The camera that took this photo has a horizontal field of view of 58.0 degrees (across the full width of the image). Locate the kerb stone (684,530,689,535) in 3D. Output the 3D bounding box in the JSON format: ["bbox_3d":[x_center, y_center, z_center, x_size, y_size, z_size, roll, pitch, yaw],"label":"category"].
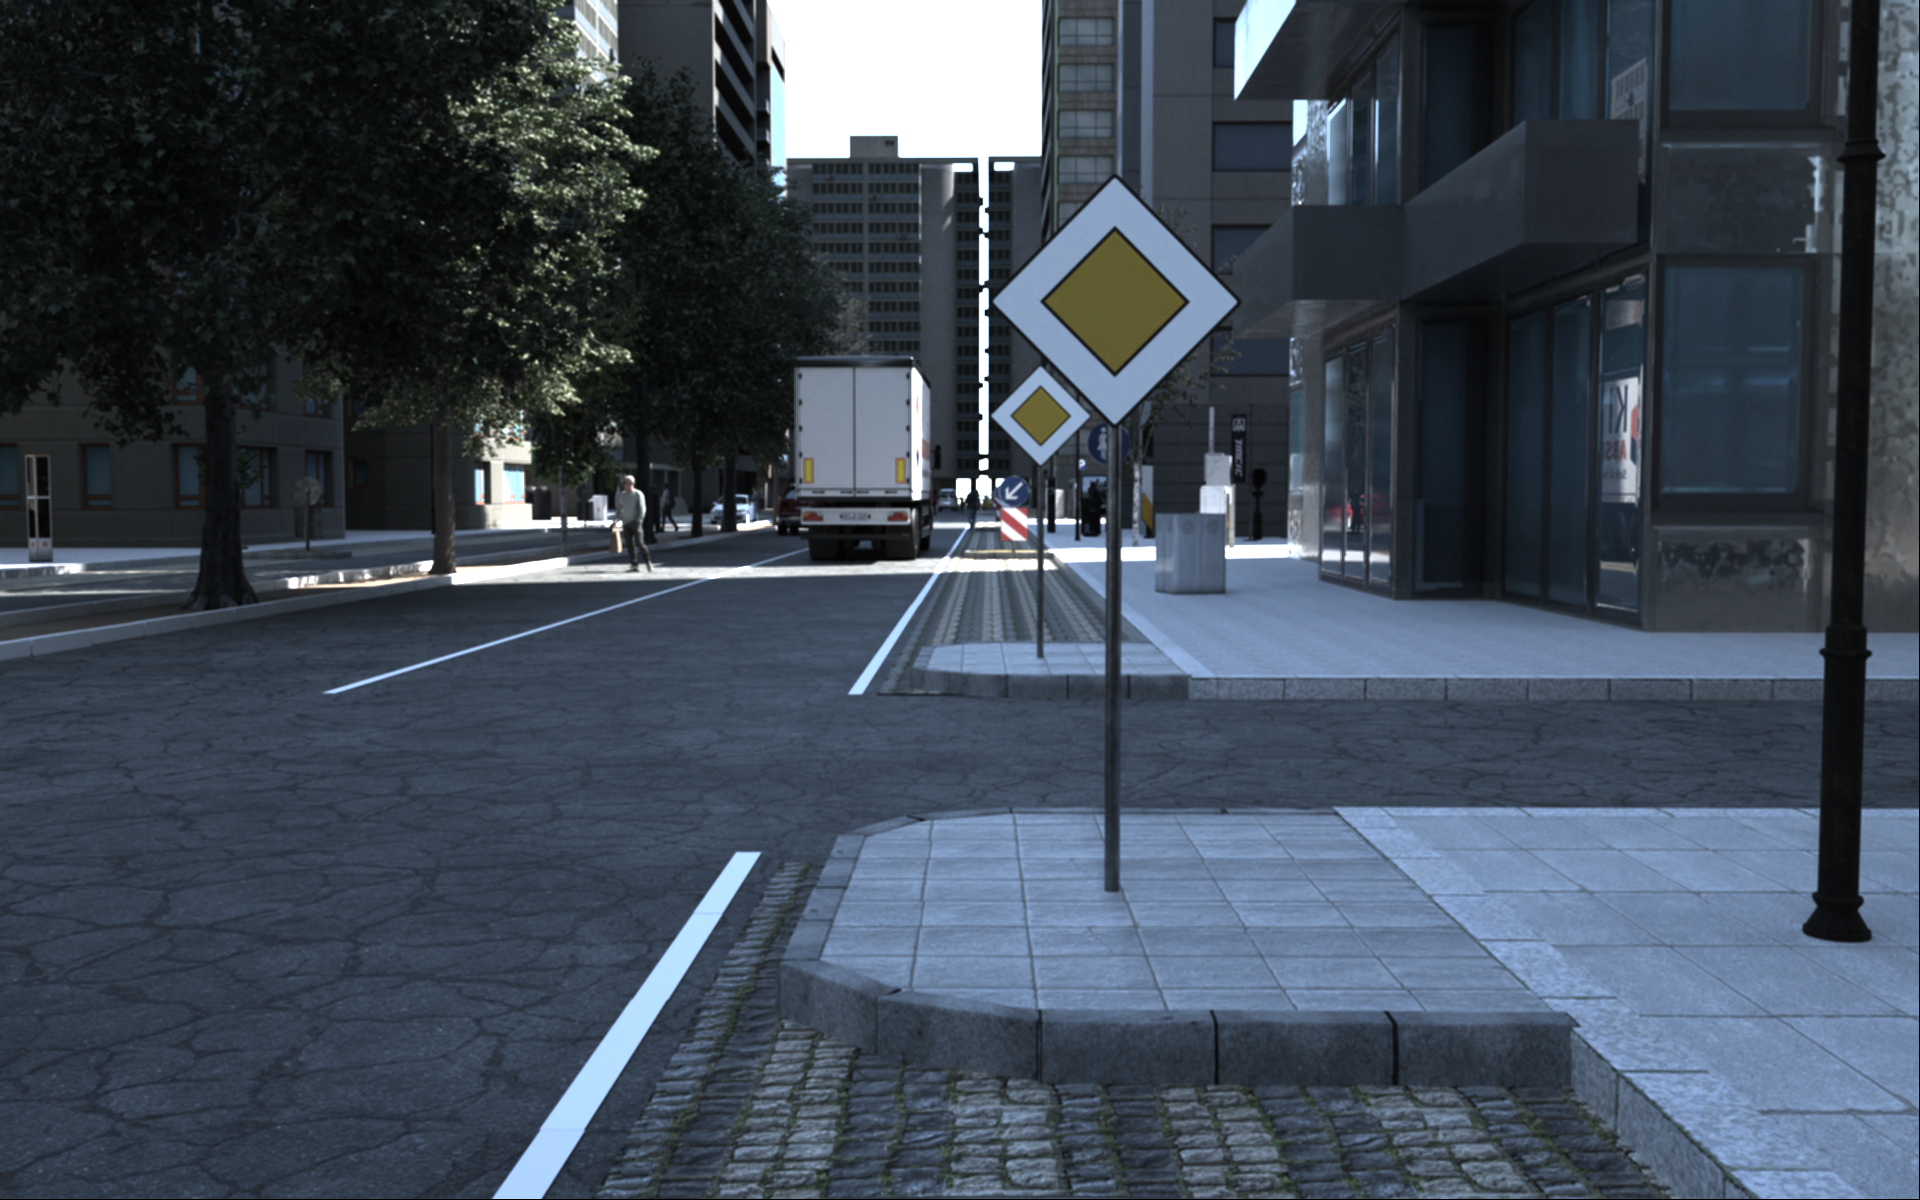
[{"bbox_3d":[-9.604,-2.303,59.937,0.120,0.150,1.000,0,4,1],"label":"kerb stone"}]

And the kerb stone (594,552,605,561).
[{"bbox_3d":[-7.887,-0.923,37.329,0.120,0.150,1.000,0,4,1],"label":"kerb stone"}]

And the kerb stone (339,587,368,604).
[{"bbox_3d":[-8.134,-0.044,22.995,0.120,0.150,1.000,0,4,1],"label":"kerb stone"}]

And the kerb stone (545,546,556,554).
[{"bbox_3d":[-9.918,-1.173,41.482,0.120,0.150,1.000,0,4,1],"label":"kerb stone"}]

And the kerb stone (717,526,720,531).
[{"bbox_3d":[-9.480,-2.746,67.099,0.120,0.150,1.000,0,4,1],"label":"kerb stone"}]

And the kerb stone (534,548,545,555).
[{"bbox_3d":[-9.943,-1.116,40.460,0.120,0.150,1.000,0,4,1],"label":"kerb stone"}]

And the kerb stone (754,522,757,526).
[{"bbox_3d":[-9.306,-3.374,77.354,0.120,0.150,1.000,0,4,1],"label":"kerb stone"}]

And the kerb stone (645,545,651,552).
[{"bbox_3d":[-7.798,-1.235,42.465,0.120,0.150,1.000,0,4,1],"label":"kerb stone"}]

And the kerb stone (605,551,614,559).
[{"bbox_3d":[-7.876,-0.988,38.351,0.120,0.150,1.000,0,4,1],"label":"kerb stone"}]

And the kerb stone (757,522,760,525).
[{"bbox_3d":[-9.278,-3.436,78.382,0.120,0.150,1.000,0,4,1],"label":"kerb stone"}]

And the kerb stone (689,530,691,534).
[{"bbox_3d":[-9.586,-2.371,60.959,0.120,0.150,1.000,0,4,1],"label":"kerb stone"}]

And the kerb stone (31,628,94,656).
[{"bbox_3d":[-8.255,0.390,15.827,0.120,0.150,1.000,0,4,1],"label":"kerb stone"}]

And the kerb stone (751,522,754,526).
[{"bbox_3d":[-9.314,-3.307,76.323,0.120,0.150,1.000,0,4,1],"label":"kerb stone"}]

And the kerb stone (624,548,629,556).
[{"bbox_3d":[-7.834,-1.112,40.412,0.120,0.150,1.000,0,4,1],"label":"kerb stone"}]

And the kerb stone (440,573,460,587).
[{"bbox_3d":[-8.069,-0.300,27.097,0.120,0.150,1.000,0,4,1],"label":"kerb stone"}]

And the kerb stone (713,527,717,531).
[{"bbox_3d":[-9.496,-2.681,66.071,0.120,0.150,1.000,0,4,1],"label":"kerb stone"}]

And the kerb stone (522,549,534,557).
[{"bbox_3d":[-9.953,-1.050,39.431,0.120,0.150,1.000,0,4,1],"label":"kerb stone"}]

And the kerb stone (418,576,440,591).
[{"bbox_3d":[-8.084,-0.237,26.075,0.120,0.150,1.000,0,4,1],"label":"kerb stone"}]

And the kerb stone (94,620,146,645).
[{"bbox_3d":[-8.248,0.331,16.857,0.120,0.150,1.000,0,4,1],"label":"kerb stone"}]

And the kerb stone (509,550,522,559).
[{"bbox_3d":[-9.973,-0.992,38.408,0.120,0.150,1.000,0,4,1],"label":"kerb stone"}]

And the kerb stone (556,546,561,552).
[{"bbox_3d":[-9.899,-1.238,42.508,0.120,0.150,1.000,0,4,1],"label":"kerb stone"}]

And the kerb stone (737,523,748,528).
[{"bbox_3d":[-9.347,-3.185,74.273,0.120,0.150,1.000,0,4,1],"label":"kerb stone"}]

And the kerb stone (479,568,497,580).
[{"bbox_3d":[-8.037,-0.422,29.142,0.120,0.150,1.000,0,4,1],"label":"kerb stone"}]

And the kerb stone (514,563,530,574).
[{"bbox_3d":[-7.991,-0.547,31.188,0.120,0.150,1.000,0,4,1],"label":"kerb stone"}]

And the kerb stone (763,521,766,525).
[{"bbox_3d":[-9.245,-3.561,80.426,0.120,0.150,1.000,0,4,1],"label":"kerb stone"}]

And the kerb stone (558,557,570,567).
[{"bbox_3d":[-7.939,-0.736,34.258,0.120,0.150,1.000,0,4,1],"label":"kerb stone"}]

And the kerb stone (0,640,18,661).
[{"bbox_3d":[-8.277,0.455,14.800,0.120,0.150,1.000,0,4,1],"label":"kerb stone"}]

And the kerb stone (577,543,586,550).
[{"bbox_3d":[-9.865,-1.364,44.552,0.120,0.150,1.000,0,4,1],"label":"kerb stone"}]

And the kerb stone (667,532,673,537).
[{"bbox_3d":[-9.656,-2.121,56.869,0.120,0.150,1.000,0,4,1],"label":"kerb stone"}]

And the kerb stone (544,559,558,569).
[{"bbox_3d":[-7.957,-0.669,33.233,0.120,0.150,1.000,0,4,1],"label":"kerb stone"}]

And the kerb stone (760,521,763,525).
[{"bbox_3d":[-9.262,-3.499,79.404,0.120,0.150,1.000,0,4,1],"label":"kerb stone"}]

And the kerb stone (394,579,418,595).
[{"bbox_3d":[-8.100,-0.174,25.043,0.120,0.150,1.000,0,4,1],"label":"kerb stone"}]

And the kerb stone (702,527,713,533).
[{"bbox_3d":[-9.511,-2.621,65.047,0.120,0.150,1.000,0,4,1],"label":"kerb stone"}]

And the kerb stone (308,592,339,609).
[{"bbox_3d":[-8.154,0.014,21.973,0.120,0.150,1.000,0,4,1],"label":"kerb stone"}]

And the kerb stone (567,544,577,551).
[{"bbox_3d":[-9.881,-1.300,43.530,0.120,0.150,1.000,0,4,1],"label":"kerb stone"}]

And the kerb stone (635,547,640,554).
[{"bbox_3d":[-7.821,-1.177,41.442,0.120,0.150,1.000,0,4,1],"label":"kerb stone"}]

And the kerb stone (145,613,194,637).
[{"bbox_3d":[-8.226,0.264,17.879,0.120,0.150,1.000,0,4,1],"label":"kerb stone"}]

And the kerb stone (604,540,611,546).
[{"bbox_3d":[-9.813,-1.556,47.631,0.120,0.150,1.000,0,4,1],"label":"kerb stone"}]

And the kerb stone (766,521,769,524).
[{"bbox_3d":[-9.229,-3.620,81.448,0.120,0.150,1.000,0,4,1],"label":"kerb stone"}]

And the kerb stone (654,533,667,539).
[{"bbox_3d":[-9.669,-2.058,55.847,0.120,0.150,1.000,0,4,1],"label":"kerb stone"}]

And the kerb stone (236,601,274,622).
[{"bbox_3d":[-8.186,0.141,19.929,0.120,0.150,1.000,0,4,1],"label":"kerb stone"}]

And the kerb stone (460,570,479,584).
[{"bbox_3d":[-8.055,-0.360,28.120,0.120,0.150,1.000,0,4,1],"label":"kerb stone"}]

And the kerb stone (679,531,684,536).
[{"bbox_3d":[-9.620,-2.246,58.914,0.120,0.150,1.000,0,4,1],"label":"kerb stone"}]

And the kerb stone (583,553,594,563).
[{"bbox_3d":[-7.903,-0.857,36.302,0.120,0.150,1.000,0,4,1],"label":"kerb stone"}]

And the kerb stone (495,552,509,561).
[{"bbox_3d":[-9.994,-0.926,37.385,0.120,0.150,1.000,0,4,1],"label":"kerb stone"}]

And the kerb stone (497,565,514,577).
[{"bbox_3d":[-8.008,-0.487,30.164,0.120,0.150,1.000,0,4,1],"label":"kerb stone"}]

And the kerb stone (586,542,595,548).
[{"bbox_3d":[-9.850,-1.430,45.580,0.120,0.150,1.000,0,4,1],"label":"kerb stone"}]

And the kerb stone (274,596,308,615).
[{"bbox_3d":[-8.173,0.076,20.951,0.120,0.150,1.000,0,4,1],"label":"kerb stone"}]

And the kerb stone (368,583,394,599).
[{"bbox_3d":[-8.119,-0.111,24.017,0.120,0.150,1.000,0,4,1],"label":"kerb stone"}]

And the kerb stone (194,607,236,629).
[{"bbox_3d":[-8.207,0.205,18.901,0.120,0.150,1.000,0,4,1],"label":"kerb stone"}]

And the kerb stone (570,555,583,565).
[{"bbox_3d":[-7.919,-0.800,35.280,0.120,0.150,1.000,0,4,1],"label":"kerb stone"}]

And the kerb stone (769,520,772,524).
[{"bbox_3d":[-9.213,-3.687,82.479,0.120,0.150,1.000,0,4,1],"label":"kerb stone"}]

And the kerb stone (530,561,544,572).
[{"bbox_3d":[-7.979,-0.612,32.210,0.120,0.150,1.000,0,4,1],"label":"kerb stone"}]

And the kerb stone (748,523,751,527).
[{"bbox_3d":[-9.338,-3.246,75.295,0.120,0.150,1.000,0,4,1],"label":"kerb stone"}]

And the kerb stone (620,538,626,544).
[{"bbox_3d":[-9.759,-1.744,50.715,0.120,0.150,1.000,0,4,1],"label":"kerb stone"}]

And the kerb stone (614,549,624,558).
[{"bbox_3d":[-7.855,-1.050,39.379,0.120,0.150,1.000,0,4,1],"label":"kerb stone"}]

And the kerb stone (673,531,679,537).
[{"bbox_3d":[-9.632,-2.182,57.892,0.120,0.150,1.000,0,4,1],"label":"kerb stone"}]

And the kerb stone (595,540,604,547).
[{"bbox_3d":[-9.833,-1.492,46.609,0.120,0.150,1.000,0,4,1],"label":"kerb stone"}]
